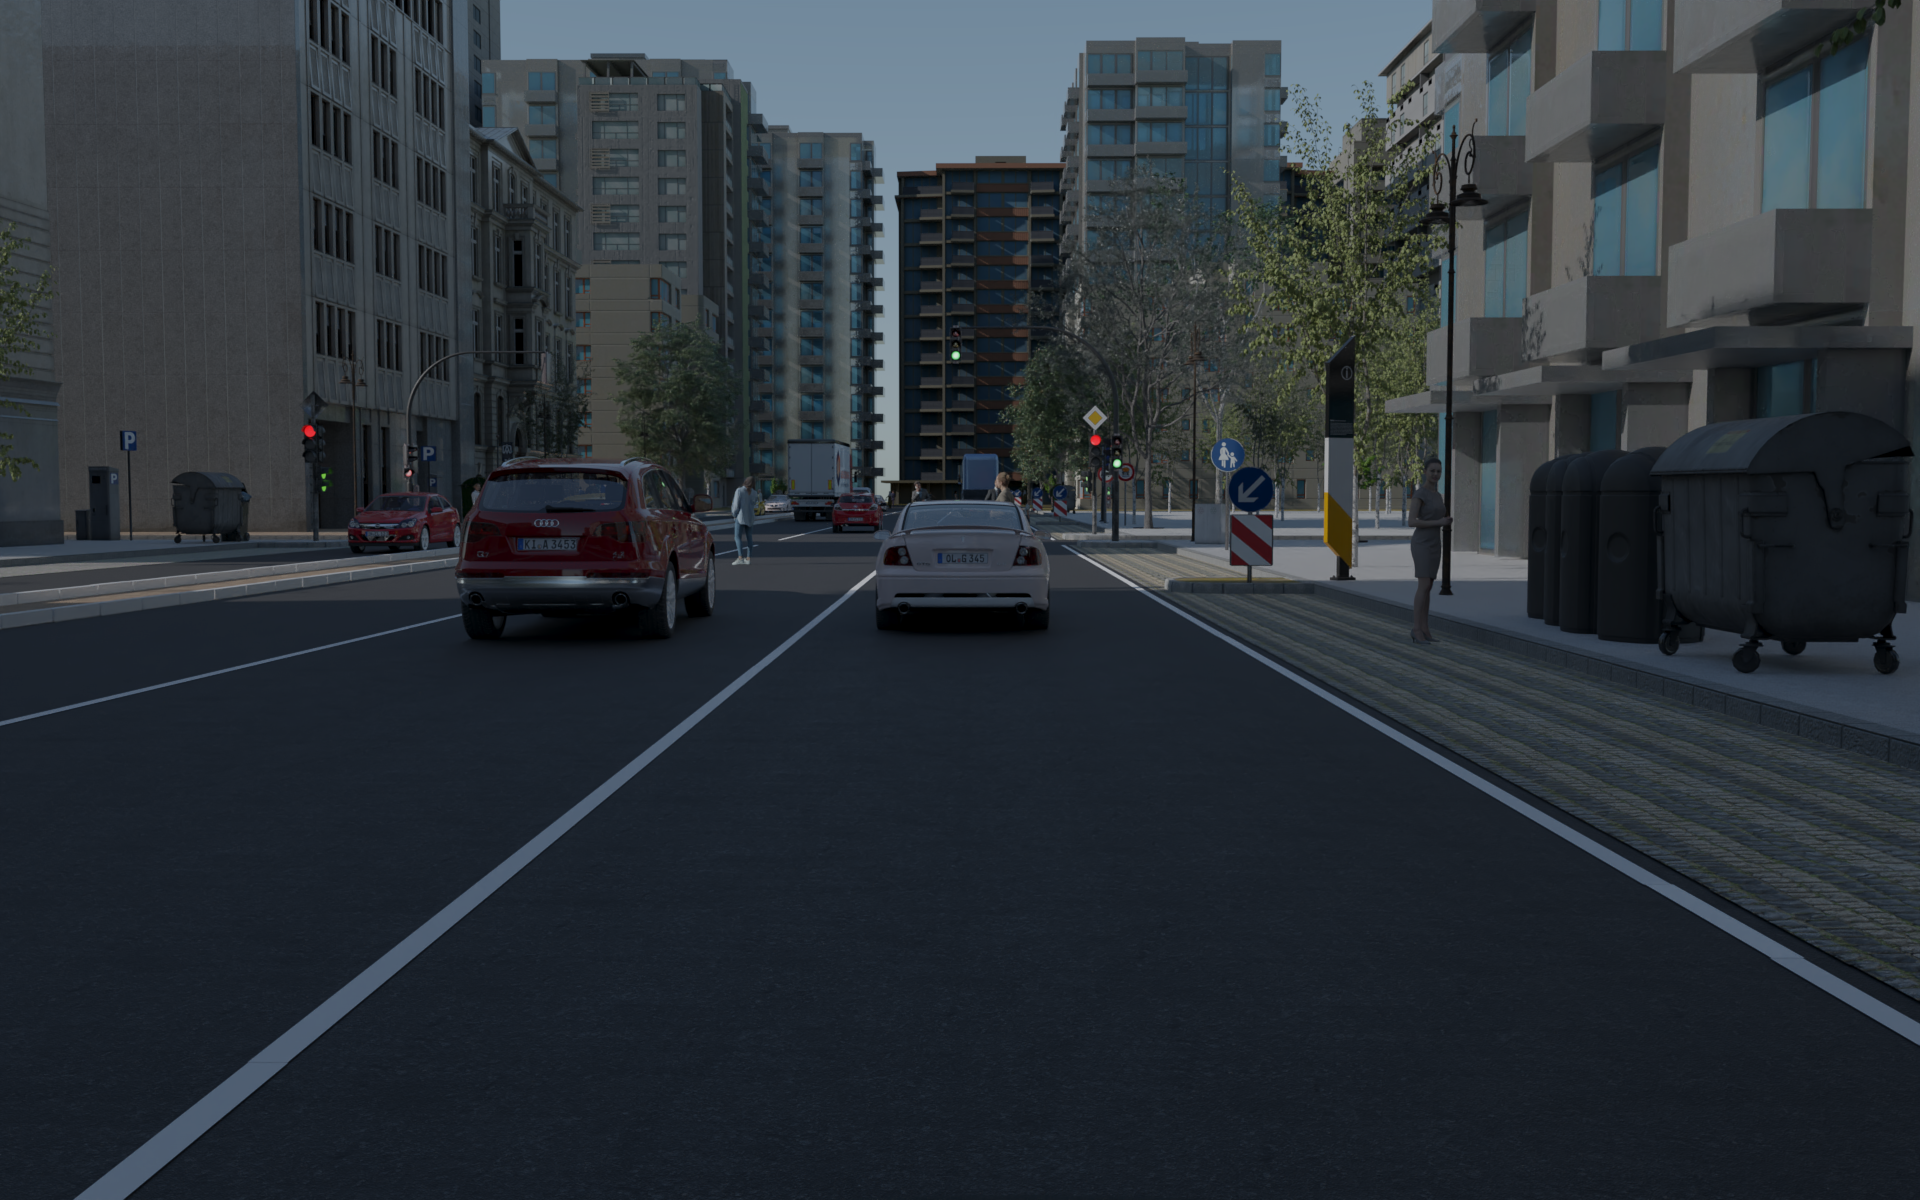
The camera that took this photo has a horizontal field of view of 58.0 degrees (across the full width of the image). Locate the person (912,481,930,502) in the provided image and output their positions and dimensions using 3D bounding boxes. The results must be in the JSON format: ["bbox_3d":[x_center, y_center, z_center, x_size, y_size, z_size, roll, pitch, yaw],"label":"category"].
[{"bbox_3d":[-1.229,-2.903,55.764,0.655,1.846,0.447,0,4,-7],"label":"person"}]

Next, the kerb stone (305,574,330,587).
[{"bbox_3d":[-10.119,-0.296,27.030,0.120,0.150,1.000,0,4,0],"label":"kerb stone"}]

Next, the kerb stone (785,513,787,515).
[{"bbox_3d":[-11.557,-5.531,112.682,0.120,0.150,1.000,0,4,0],"label":"kerb stone"}]

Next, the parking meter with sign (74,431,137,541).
[{"bbox_3d":[-23.694,-3.162,47.953,1.738,3.016,0.543,1,4,14],"label":"parking meter with sign"}]

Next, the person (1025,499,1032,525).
[{"bbox_3d":[2.632,-3.275,66.728,0.352,1.250,0.332,3,5,41],"label":"person"}]

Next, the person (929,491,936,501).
[{"bbox_3d":[-3.373,-11.574,198.462,1.217,1.735,0.721,-1,4,-21],"label":"person"}]

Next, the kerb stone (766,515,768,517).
[{"bbox_3d":[-11.633,-4.907,102.437,0.120,0.150,1.000,0,4,0],"label":"kerb stone"}]

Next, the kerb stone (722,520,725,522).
[{"bbox_3d":[-11.770,-3.841,84.988,0.120,0.150,1.000,0,4,0],"label":"kerb stone"}]

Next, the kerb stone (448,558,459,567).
[{"bbox_3d":[-10.064,-0.735,34.206,0.120,0.150,1.000,0,4,0],"label":"kerb stone"}]

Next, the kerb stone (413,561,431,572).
[{"bbox_3d":[-10.084,-0.610,32.162,0.120,0.150,1.000,0,4,0],"label":"kerb stone"}]

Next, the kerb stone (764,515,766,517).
[{"bbox_3d":[-11.640,-4.845,101.413,0.120,0.150,1.000,0,4,0],"label":"kerb stone"}]

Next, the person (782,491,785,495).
[{"bbox_3d":[-16.118,-9.184,159.371,0.721,1.735,1.217,-3,5,-41],"label":"person"}]

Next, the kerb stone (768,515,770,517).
[{"bbox_3d":[-11.625,-4.971,103.464,0.120,0.150,1.000,0,4,0],"label":"kerb stone"}]

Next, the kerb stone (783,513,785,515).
[{"bbox_3d":[-11.565,-5.471,111.652,0.120,0.150,1.000,0,4,0],"label":"kerb stone"}]

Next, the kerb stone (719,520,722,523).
[{"bbox_3d":[-11.780,-3.775,83.963,0.120,0.150,1.000,0,4,0],"label":"kerb stone"}]

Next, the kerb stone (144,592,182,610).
[{"bbox_3d":[-10.162,0.019,21.907,0.120,0.150,1.000,0,4,0],"label":"kerb stone"}]

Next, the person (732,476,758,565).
[{"bbox_3d":[-4.382,-1.622,35.286,0.793,1.790,0.793,1,4,18],"label":"person"}]

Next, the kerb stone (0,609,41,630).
[{"bbox_3d":[-10.193,0.206,18.831,0.120,0.150,1.000,0,4,0],"label":"kerb stone"}]

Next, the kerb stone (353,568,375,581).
[{"bbox_3d":[-10.103,-0.421,29.082,0.120,0.150,1.000,0,4,0],"label":"kerb stone"}]

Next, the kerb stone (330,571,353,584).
[{"bbox_3d":[-10.115,-0.358,28.056,0.120,0.150,1.000,0,4,0],"label":"kerb stone"}]

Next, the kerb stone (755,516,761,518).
[{"bbox_3d":[-11.658,-4.718,99.350,0.120,0.150,1.000,0,4,0],"label":"kerb stone"}]

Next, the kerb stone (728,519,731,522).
[{"bbox_3d":[-11.754,-3.966,87.038,0.120,0.150,1.000,0,4,0],"label":"kerb stone"}]

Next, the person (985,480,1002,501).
[{"bbox_3d":[1.106,-2.719,52.318,0.648,1.900,0.474,-3,5,-44],"label":"person"}]

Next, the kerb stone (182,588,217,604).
[{"bbox_3d":[-10.152,-0.040,22.929,0.120,0.150,1.000,0,4,0],"label":"kerb stone"}]

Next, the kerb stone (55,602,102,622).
[{"bbox_3d":[-10.180,0.143,19.862,0.120,0.150,1.000,0,4,0],"label":"kerb stone"}]

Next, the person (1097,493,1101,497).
[{"bbox_3d":[11.711,-8.227,140.689,1.348,1.807,0.705,2,4,30],"label":"person"}]

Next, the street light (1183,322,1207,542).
[{"bbox_3d":[6.313,-4.516,46.622,0.468,5.910,1.993,0,4,0],"label":"street light"}]

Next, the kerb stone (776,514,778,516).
[{"bbox_3d":[-11.591,-5.219,107.559,0.120,0.150,1.000,0,4,0],"label":"kerb stone"}]

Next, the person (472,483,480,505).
[{"bbox_3d":[-16.652,-3.110,59.573,0.641,1.798,0.478,2,4,32],"label":"person"}]

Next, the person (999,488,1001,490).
[{"bbox_3d":[1.950,-4.303,79.218,0.716,1.782,0.532,0,4,5],"label":"person"}]

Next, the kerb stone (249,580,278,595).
[{"bbox_3d":[-10.141,-0.166,24.982,0.120,0.150,1.000,0,4,0],"label":"kerb stone"}]

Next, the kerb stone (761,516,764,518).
[{"bbox_3d":[-11.654,-4.782,100.383,0.120,0.150,1.000,0,4,0],"label":"kerb stone"}]

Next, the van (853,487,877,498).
[{"bbox_3d":[-6.356,-6.397,111.597,2.013,2.044,4.112,0,4,-1],"label":"van"}]

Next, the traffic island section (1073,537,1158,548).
[{"bbox_3d":[4.240,-1.519,47.116,2.009,0.180,2.903,0,4,0],"label":"traffic island section"}]

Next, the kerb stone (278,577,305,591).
[{"bbox_3d":[-10.132,-0.233,26.004,0.120,0.150,1.000,0,4,0],"label":"kerb stone"}]

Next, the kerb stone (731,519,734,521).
[{"bbox_3d":[-11.741,-4.026,88.071,0.120,0.150,1.000,0,4,0],"label":"kerb stone"}]

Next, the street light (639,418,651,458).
[{"bbox_3d":[-19.249,-8.139,105.868,0.468,5.910,1.993,0,4,0],"label":"street light"}]

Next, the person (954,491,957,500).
[{"bbox_3d":[-0.287,-8.606,149.927,0.721,1.735,1.217,0,4,1],"label":"person"}]

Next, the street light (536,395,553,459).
[{"bbox_3d":[-19.337,-6.603,80.740,0.468,5.910,1.993,0,4,0],"label":"street light"}]

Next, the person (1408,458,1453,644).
[{"bbox_3d":[4.521,-0.478,16.654,0.374,1.781,0.599,3,5,44],"label":"person"}]

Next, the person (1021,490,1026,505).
[{"bbox_3d":[7.534,-12.074,204.189,0.721,1.736,1.217,-2,4,-23],"label":"person"}]

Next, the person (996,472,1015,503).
[{"bbox_3d":[0.618,-1.034,25.954,0.362,1.759,0.519,1,4,18],"label":"person"}]

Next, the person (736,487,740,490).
[{"bbox_3d":[-10.420,-4.517,82.625,0.573,1.790,0.520,1,4,19],"label":"person"}]

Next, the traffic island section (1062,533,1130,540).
[{"bbox_3d":[4.302,-2.007,55.101,2.009,0.180,2.903,0,4,0],"label":"traffic island section"}]

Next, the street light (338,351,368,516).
[{"bbox_3d":[-19.561,-5.088,55.976,0.468,5.910,1.993,0,4,0],"label":"street light"}]

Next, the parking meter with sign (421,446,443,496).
[{"bbox_3d":[-19.338,-4.135,63.872,0.543,3.016,1.738,0,4,-1],"label":"parking meter with sign"}]

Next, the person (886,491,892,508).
[{"bbox_3d":[-7.136,-10.088,174.172,0.721,1.736,1.217,2,4,29],"label":"person"}]

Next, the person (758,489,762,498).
[{"bbox_3d":[-13.388,-6.560,116.238,0.515,1.767,0.782,0,4,-6],"label":"person"}]

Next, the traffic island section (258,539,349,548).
[{"bbox_3d":[-17.601,-1.530,47.291,2.009,0.180,2.903,0,4,0],"label":"traffic island section"}]

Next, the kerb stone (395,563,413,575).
[{"bbox_3d":[-10.091,-0.546,31.128,0.120,0.150,1.000,0,4,0],"label":"kerb stone"}]

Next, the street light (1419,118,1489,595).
[{"bbox_3d":[6.183,-3.001,21.857,0.468,5.910,1.993,0,4,0],"label":"street light"}]

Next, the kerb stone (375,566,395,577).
[{"bbox_3d":[-10.100,-0.484,30.106,0.120,0.150,1.000,0,4,0],"label":"kerb stone"}]

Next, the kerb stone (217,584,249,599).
[{"bbox_3d":[-10.147,-0.100,23.959,0.120,0.150,1.000,0,4,0],"label":"kerb stone"}]

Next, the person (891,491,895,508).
[{"bbox_3d":[-7.184,-10.687,183.677,0.683,1.767,0.568,0,4,-4],"label":"person"}]

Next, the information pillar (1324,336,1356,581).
[{"bbox_3d":[5.627,-2.097,25.646,0.504,3.616,0.183,-2,4,-27],"label":"information pillar"}]

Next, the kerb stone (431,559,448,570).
[{"bbox_3d":[-10.081,-0.668,33.184,0.120,0.150,1.000,0,4,0],"label":"kerb stone"}]

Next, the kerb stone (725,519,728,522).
[{"bbox_3d":[-11.766,-3.903,86.010,0.120,0.150,1.000,0,4,0],"label":"kerb stone"}]

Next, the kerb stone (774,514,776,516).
[{"bbox_3d":[-11.605,-5.159,106.537,0.120,0.150,1.000,0,4,0],"label":"kerb stone"}]

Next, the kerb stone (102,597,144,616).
[{"bbox_3d":[-10.168,0.081,20.885,0.120,0.150,1.000,0,4,0],"label":"kerb stone"}]
